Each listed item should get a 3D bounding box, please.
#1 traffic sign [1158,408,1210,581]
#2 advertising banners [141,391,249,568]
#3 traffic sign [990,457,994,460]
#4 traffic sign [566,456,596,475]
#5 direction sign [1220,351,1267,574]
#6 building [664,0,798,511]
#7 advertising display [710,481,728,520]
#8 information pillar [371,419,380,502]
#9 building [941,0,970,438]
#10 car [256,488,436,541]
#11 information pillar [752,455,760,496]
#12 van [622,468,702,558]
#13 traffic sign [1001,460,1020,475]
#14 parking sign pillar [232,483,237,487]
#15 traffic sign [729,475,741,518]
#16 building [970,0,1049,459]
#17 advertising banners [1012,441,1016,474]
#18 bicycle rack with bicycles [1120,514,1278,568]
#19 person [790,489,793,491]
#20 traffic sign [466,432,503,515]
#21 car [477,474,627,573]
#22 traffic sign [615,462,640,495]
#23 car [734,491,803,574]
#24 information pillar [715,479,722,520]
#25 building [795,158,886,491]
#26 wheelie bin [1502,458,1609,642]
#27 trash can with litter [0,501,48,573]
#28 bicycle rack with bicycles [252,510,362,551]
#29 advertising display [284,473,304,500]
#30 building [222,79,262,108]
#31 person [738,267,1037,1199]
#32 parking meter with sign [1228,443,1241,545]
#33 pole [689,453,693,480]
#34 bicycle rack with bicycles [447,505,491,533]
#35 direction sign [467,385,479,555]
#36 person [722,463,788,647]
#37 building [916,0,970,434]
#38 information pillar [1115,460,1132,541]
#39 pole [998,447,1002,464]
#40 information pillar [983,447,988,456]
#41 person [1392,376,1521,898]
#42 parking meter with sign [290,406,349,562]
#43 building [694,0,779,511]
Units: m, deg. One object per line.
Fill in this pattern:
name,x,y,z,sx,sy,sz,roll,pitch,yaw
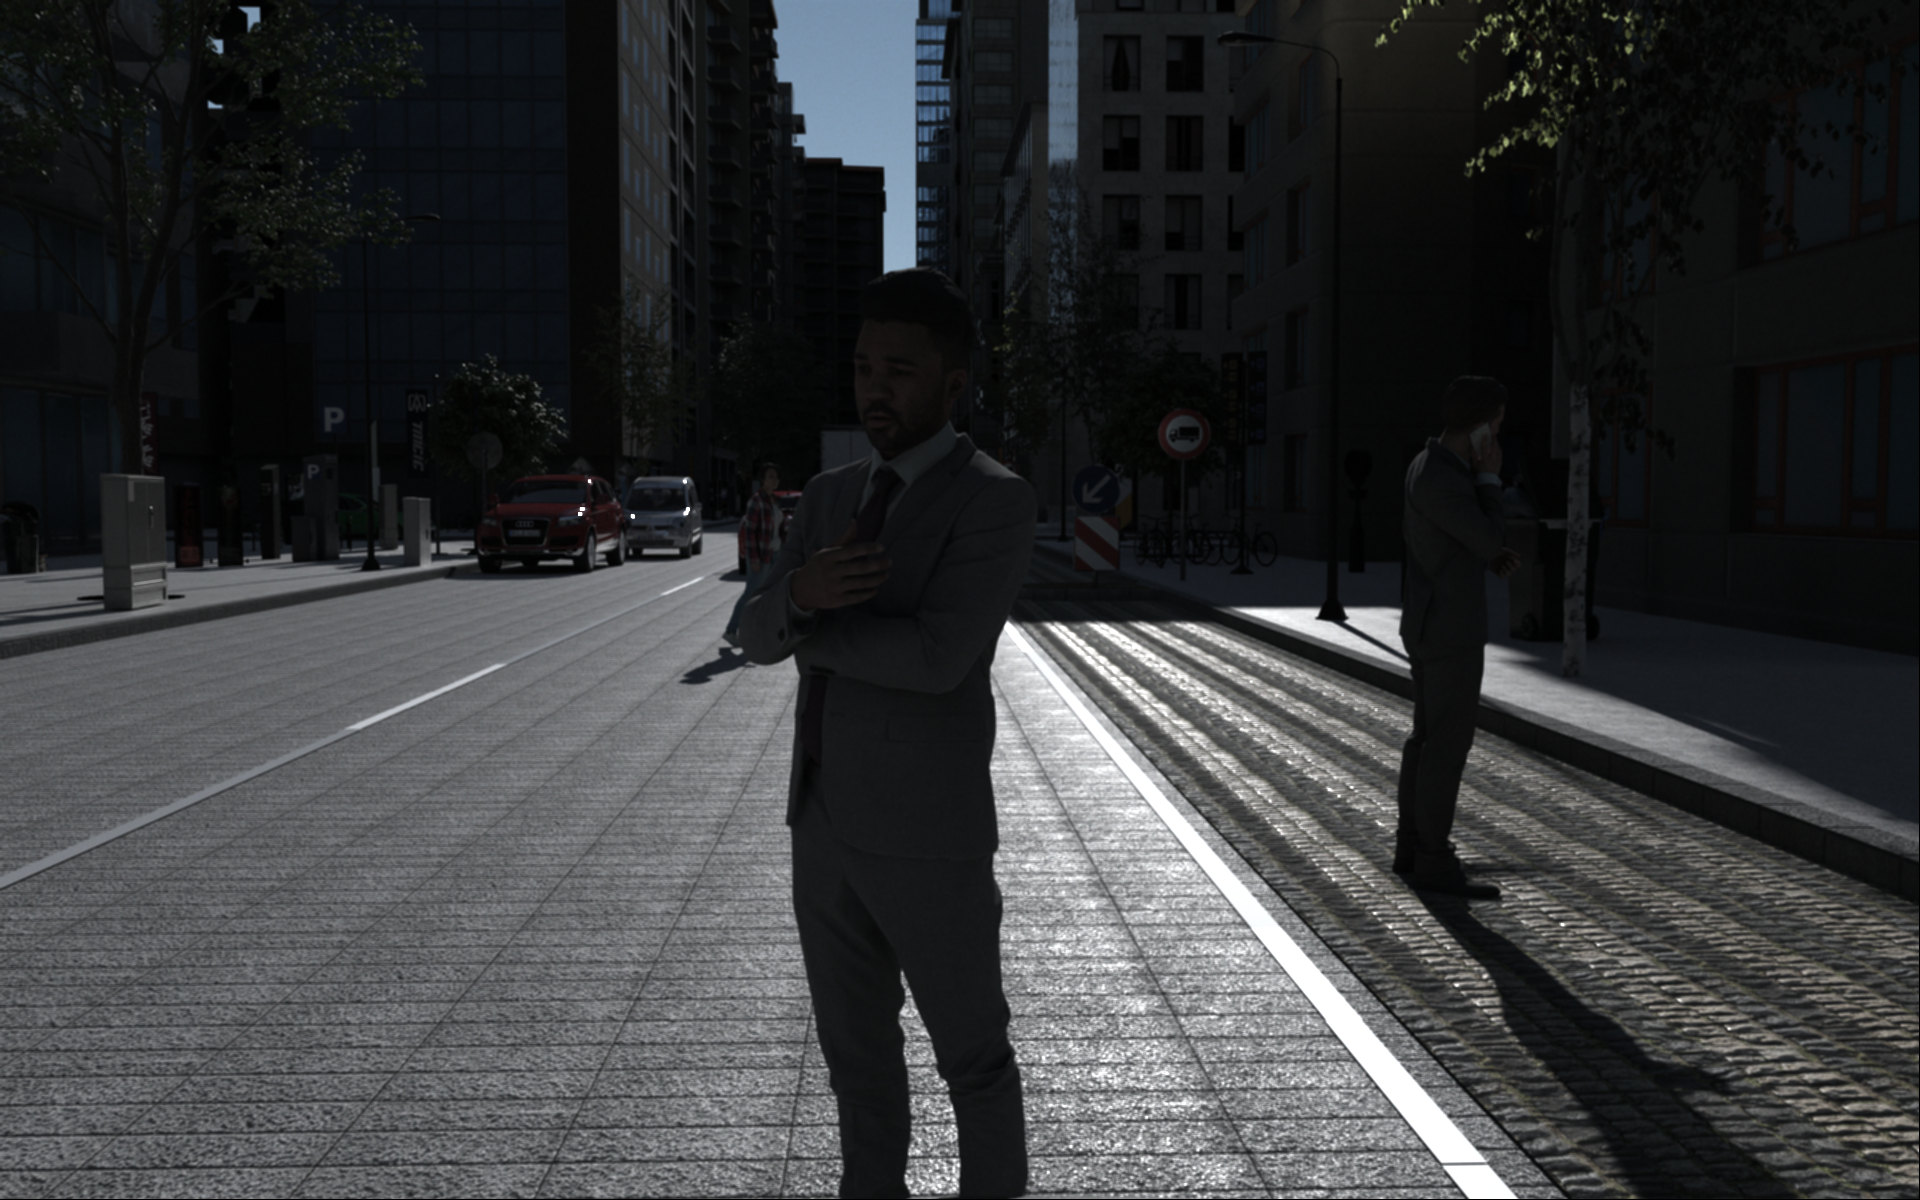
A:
traffic sign,3.310,-1.562,25.642,0.768,2.556,0.104,0,4,2
advertising banners,-13.454,-2.081,30.211,0.090,3.025,2.074,3,5,40
traffic sign,0.821,-2.617,46.437,0.795,2.450,0.064,0,4,-2
traffic sign,-10.066,-2.594,46.051,0.795,2.450,0.064,0,4,-2
direction sign,4.529,-2.185,27.723,0.379,3.537,0.876,-3,5,-44
building,-26.263,-44.556,166.745,20.563,71.187,20.611,0,4,-2
advertising display,-12.071,-4.988,86.760,0.974,1.923,0.123,1,4,16
information pillar,-18.252,-3.828,53.943,0.504,3.616,0.183,2,4,32
building,12.642,-36.774,190.491,28.713,52.752,27.495,0,4,-2
car,-17.057,-2.415,48.285,4.718,1.807,1.959,0,4,-2
information pillar,-12.356,-6.958,105.118,0.504,3.616,0.183,1,4,11
van,-6.904,-2.011,39.894,2.013,2.044,4.112,0,4,-4
traffic sign,1.843,-3.953,64.745,0.768,2.556,0.104,0,4,-1
parking sign pillar,-49.858,-8.006,119.378,1.447,3.967,1.447,0,4,8
traffic sign,-11.892,-5.466,91.501,0.606,2.300,0.079,0,4,6
building,7.764,-27.971,140.914,14.154,41.232,14.086,0,4,-2
advertising banners,1.962,-3.714,56.909,0.090,3.025,2.074,-1,4,-12
bicycle rack with bicycles,3.971,-1.091,31.214,2.852,0.926,2.925,-2,4,-23
person,-11.753,-6.876,121.113,0.537,1.800,0.526,1,4,11
traffic sign,-9.791,-2.174,35.648,0.768,2.556,0.104,0,4,2
car,-7.749,-1.503,33.240,2.281,1.827,5.304,0,4,-1
traffic sign,-10.366,-3.082,54.030,0.795,2.450,0.064,0,4,-2
car,-3.175,-1.434,32.484,2.155,1.783,4.494,0,4,-4
information pillar,-11.957,-4.945,85.342,0.304,2.012,0.304,2,4,32
building,-23.964,-34.793,223.487,28.867,44.769,22.147,0,4,-2
wheelie bin,5.183,-0.450,15.273,0.980,1.594,0.693,-1,4,-9
trash can with litter,-15.266,-1.028,28.195,0.624,1.170,1.055,-1,4,-14
bicycle rack with bicycles,-15.138,-1.630,40.032,2.852,0.926,2.925,-1,4,-16
advertising display,-20.266,-2.922,52.985,0.123,1.923,0.974,1,4,19
building,-76.848,-38.869,224.744,27.495,52.752,28.713,0,4,-2
person,-0.135,0.356,2.866,0.511,1.800,0.466,2,4,26
parking meter with sign,7.023,-2.887,43.463,0.543,3.016,1.738,1,4,18
pole,-13.265,-5.605,85.482,0.158,3.312,0.155,0,3,0
bicycle rack with bicycles,-15.872,-2.728,57.981,2.925,0.926,2.852,2,4,29
direction sign,-10.182,-2.712,36.334,0.379,3.537,0.876,-2,4,-27
person,-1.875,-0.425,16.284,0.643,1.720,0.563,1,4,21
building,5.928,-55.731,223.871,31.000,86.520,22.319,0,4,-2
information pillar,4.438,-3.408,47.079,0.504,3.616,0.183,2,4,31
pole,1.767,-5.013,75.811,0.158,3.312,0.155,0,3,0
information pillar,1.206,-5.810,86.350,0.504,3.616,0.183,3,5,42
person,1.820,0.123,6.299,0.447,1.846,0.655,0,4,1
parking meter with sign,-12.349,-2.270,33.371,0.543,3.016,1.738,0,4,2
building,-26.392,-29.836,142.448,22.147,44.769,28.867,0,4,-2
